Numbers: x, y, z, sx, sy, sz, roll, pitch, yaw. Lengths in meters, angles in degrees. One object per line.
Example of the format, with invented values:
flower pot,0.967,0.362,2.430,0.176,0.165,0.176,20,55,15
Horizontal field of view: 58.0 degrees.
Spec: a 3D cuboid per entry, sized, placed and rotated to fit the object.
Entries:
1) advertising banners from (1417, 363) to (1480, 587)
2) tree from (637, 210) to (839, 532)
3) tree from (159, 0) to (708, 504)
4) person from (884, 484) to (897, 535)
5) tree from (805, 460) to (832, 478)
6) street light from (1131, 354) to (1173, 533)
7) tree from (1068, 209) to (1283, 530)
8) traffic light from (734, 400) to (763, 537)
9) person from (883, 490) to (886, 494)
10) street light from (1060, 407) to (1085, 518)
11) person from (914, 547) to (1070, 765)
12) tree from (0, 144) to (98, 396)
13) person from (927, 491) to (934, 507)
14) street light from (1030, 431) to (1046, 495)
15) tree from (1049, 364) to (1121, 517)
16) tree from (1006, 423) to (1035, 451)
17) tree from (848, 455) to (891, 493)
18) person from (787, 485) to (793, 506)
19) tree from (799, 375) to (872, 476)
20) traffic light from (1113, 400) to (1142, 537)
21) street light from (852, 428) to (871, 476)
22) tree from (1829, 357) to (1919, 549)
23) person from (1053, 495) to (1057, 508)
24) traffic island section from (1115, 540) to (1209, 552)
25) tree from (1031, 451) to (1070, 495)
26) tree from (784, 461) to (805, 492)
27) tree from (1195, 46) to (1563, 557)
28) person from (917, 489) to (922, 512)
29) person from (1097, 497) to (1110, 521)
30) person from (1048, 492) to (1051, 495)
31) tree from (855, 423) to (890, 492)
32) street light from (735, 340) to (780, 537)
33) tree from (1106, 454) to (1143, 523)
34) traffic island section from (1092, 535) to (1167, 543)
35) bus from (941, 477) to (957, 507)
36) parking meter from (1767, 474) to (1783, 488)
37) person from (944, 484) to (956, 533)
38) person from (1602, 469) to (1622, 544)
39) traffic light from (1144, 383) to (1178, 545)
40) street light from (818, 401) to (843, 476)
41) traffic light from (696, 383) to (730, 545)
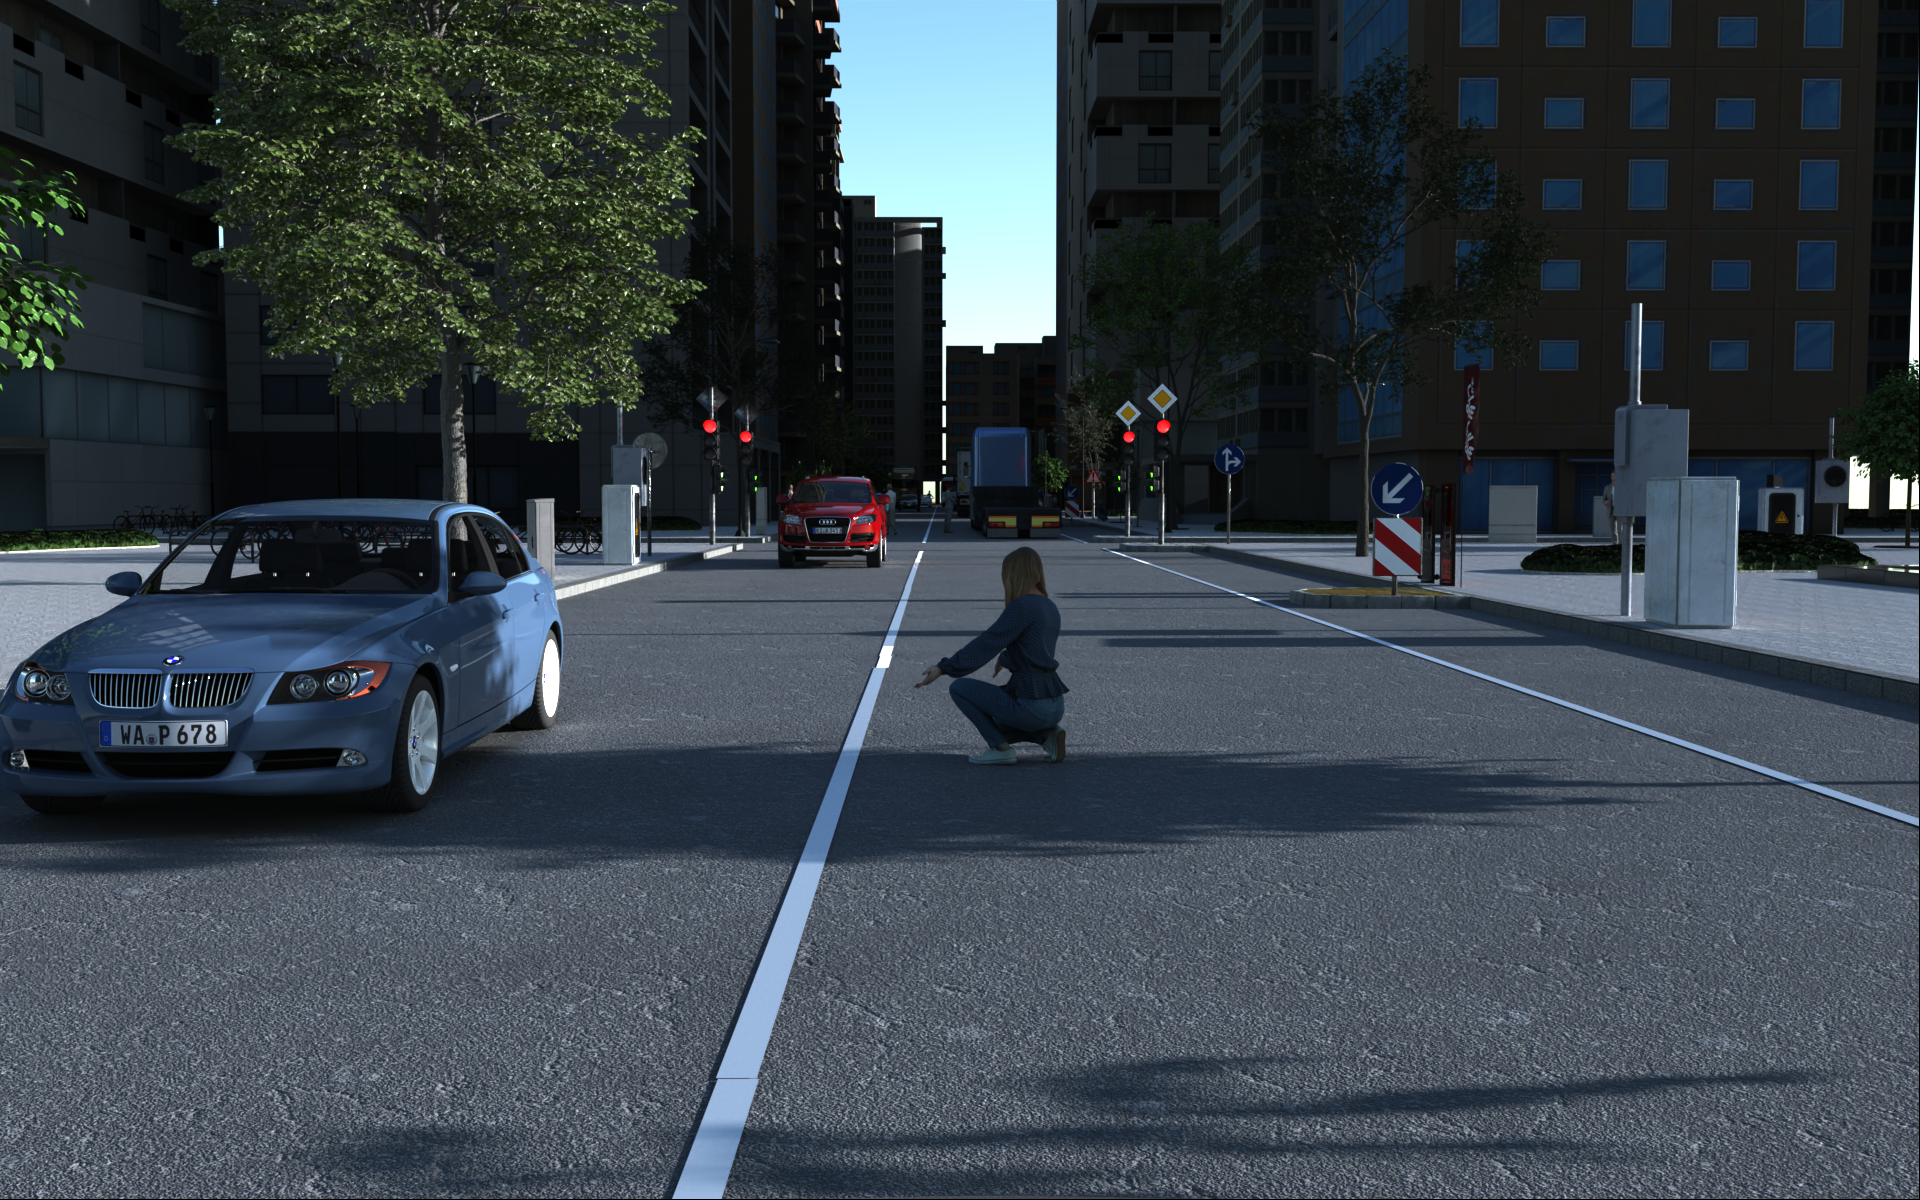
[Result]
advertising banners,6.836,-1.716,24.241,0.090,3.025,2.074,0,4,-5
tree,-7.565,-7.546,57.785,7.601,10.594,8.767,0,4,-4
tree,-7.681,-6.514,24.624,7.486,12.596,7.792,0,3,0
person,-2.391,-3.143,60.113,0.478,1.798,0.641,-2,4,-27
tree,-7.525,-6.265,97.038,1.663,3.219,1.824,0,3,0
street light,6.368,-5.192,57.430,1.470,5.913,1.316,0,4,-1
tree,7.738,-8.361,62.460,9.928,11.665,9.643,0,3,0
traffic light,-6.347,-3.847,51.811,0.839,4.253,0.868,0,4,-1
person,-8.486,-11.399,193.243,0.721,1.723,1.217,3,5,44
street light,6.039,-7.355,92.802,1.470,5.913,1.316,0,4,-1
person,0.179,0.293,9.212,0.738,1.151,1.012,3,4,38
tree,-7.312,-1.643,10.579,4.285,4.588,4.351,0,3,0
person,-3.478,-11.571,197.761,1.350,1.814,0.705,3,5,44
street light,5.728,-9.454,127.110,1.470,5.913,1.316,0,4,-1
tree,7.244,-8.928,96.338,4.360,8.622,3.978,0,3,0
tree,5.528,-13.621,173.062,4.360,8.622,3.978,0,3,0
tree,-7.865,-9.852,144.799,4.285,4.588,4.351,0,3,0
person,-8.952,-5.242,92.155,0.834,1.777,0.661,0,4,3
tree,-7.792,-9.493,105.581,4.737,8.622,4.395,0,3,0
traffic light,5.014,-3.855,51.952,0.839,4.253,0.868,0,4,-1
street light,-6.978,-9.124,121.716,1.470,5.913,1.316,0,4,-1
tree,22.742,-3.521,41.275,4.285,4.588,4.351,0,3,0
person,6.645,-6.743,120.976,0.332,1.250,0.352,1,4,17
traffic island section,5.141,-1.333,44.081,2.009,0.180,2.903,0,4,-1
tree,6.565,-8.984,130.604,4.285,4.588,4.351,0,3,0
tree,-9.357,-6.449,100.047,1.663,3.219,1.824,0,3,0
tree,8.551,-6.180,35.454,7.601,10.594,8.767,-3,4,-38
person,-3.180,-7.804,136.040,0.705,1.831,1.348,0,4,-6
person,6.789,-4.264,81.265,0.738,1.151,1.012,1,4,15
person,6.918,-7.622,133.854,0.628,1.438,0.799,-3,5,-42
tree,-9.103,-13.746,175.102,4.360,8.622,3.978,0,3,0
street light,-6.129,-4.880,52.330,1.470,5.913,1.316,0,4,-1
tree,7.051,-5.030,76.838,1.663,3.219,1.824,0,3,0
traffic island section,5.054,-1.822,52.066,2.009,0.180,2.903,0,4,-1
bus,-0.742,-12.307,196.073,2.948,3.499,13.247,0,4,1
parking meter,24.167,-2.795,51.408,0.399,1.863,0.255,-1,4,-16
person,-0.351,-3.369,63.763,0.466,1.800,0.511,-2,4,-31
person,13.699,-1.836,36.262,0.606,1.804,0.583,3,5,40
traffic light,5.101,-3.367,43.967,0.839,4.253,0.868,0,4,-1
street light,-6.557,-7.000,86.995,1.470,5.913,1.316,0,4,-1
traffic light,-6.259,-3.358,43.827,0.839,4.253,0.868,0,4,-1
